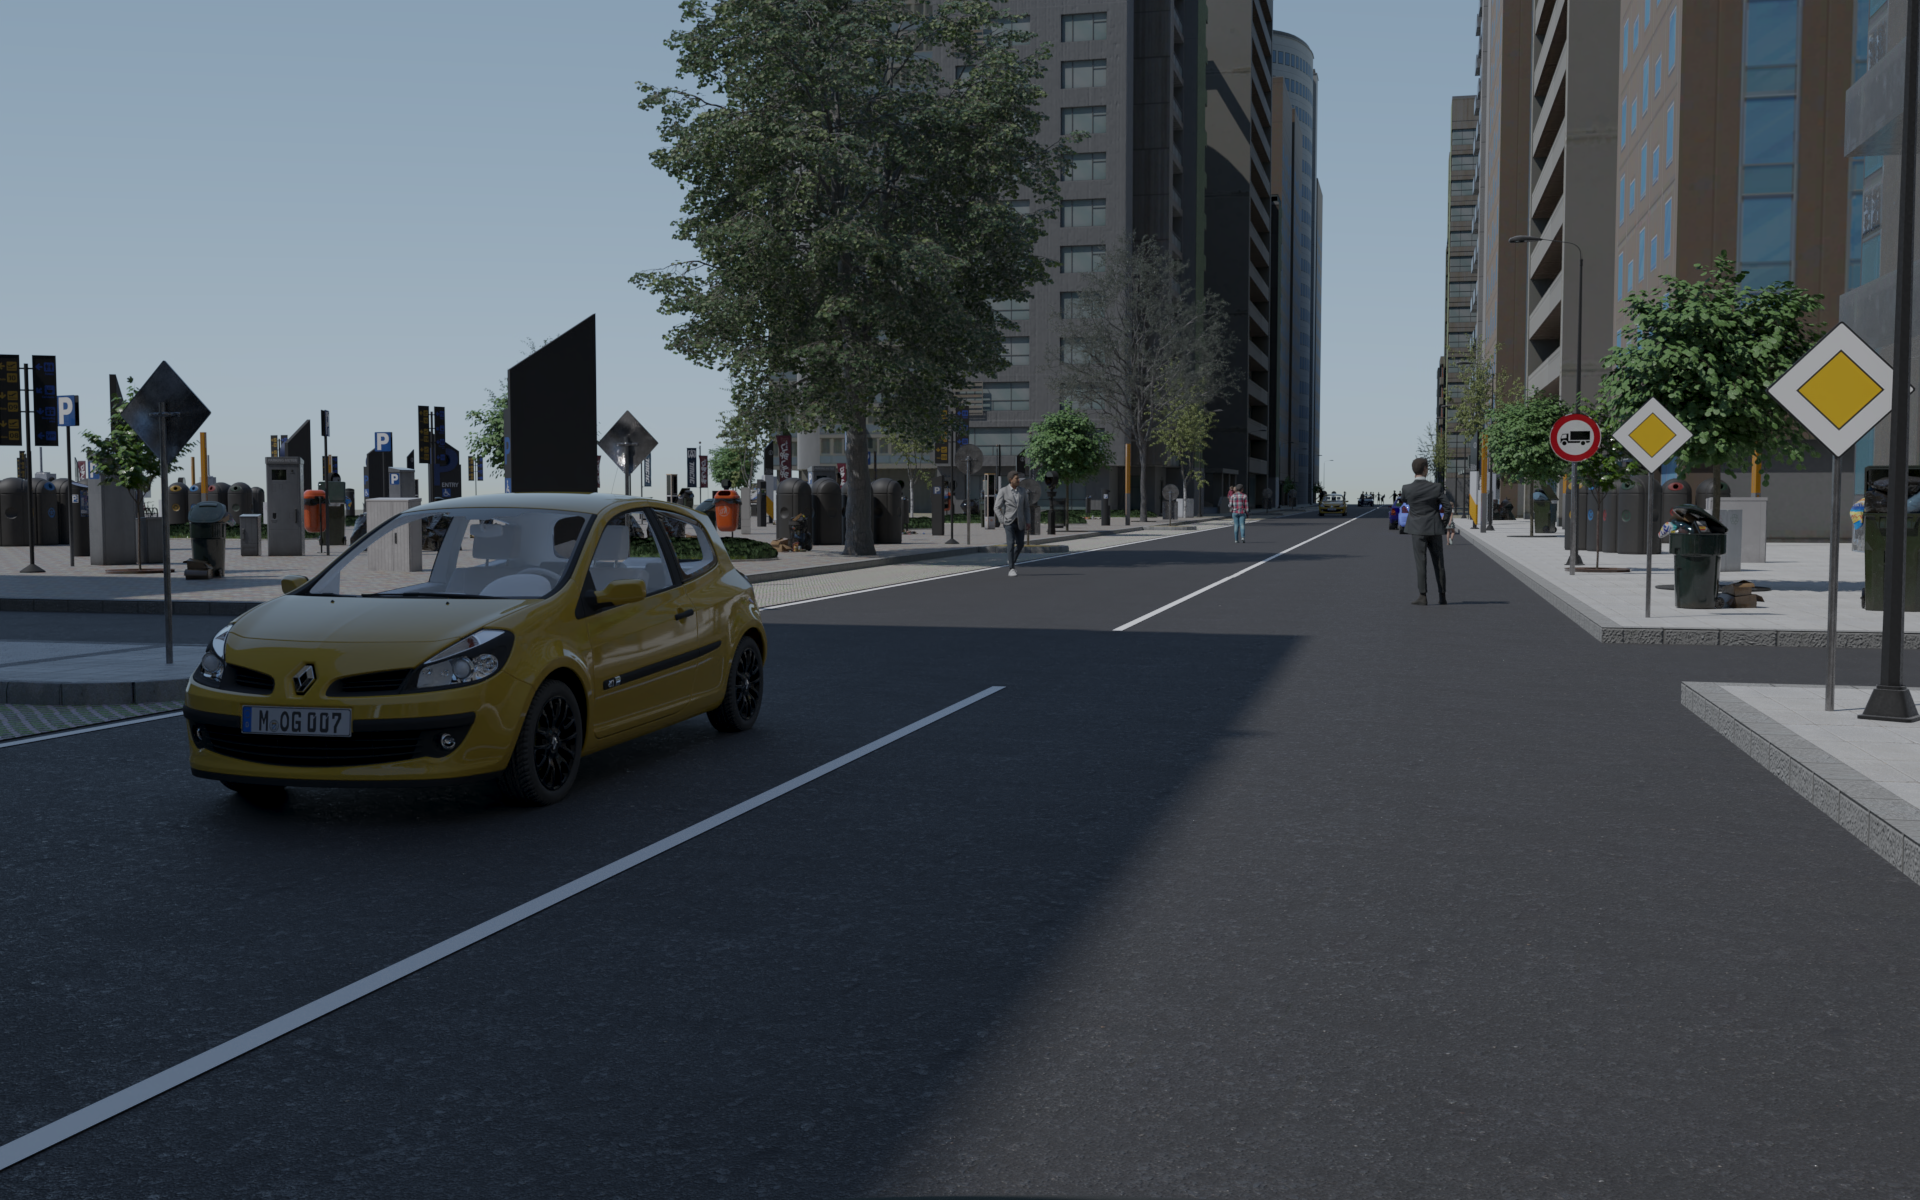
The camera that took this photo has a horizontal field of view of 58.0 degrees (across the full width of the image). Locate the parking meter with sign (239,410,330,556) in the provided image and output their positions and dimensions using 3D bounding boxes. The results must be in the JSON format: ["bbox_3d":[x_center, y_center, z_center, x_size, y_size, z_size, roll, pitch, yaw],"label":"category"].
[{"bbox_3d":[-13.968,-2.419,35.818,1.738,3.016,0.543,-1,4,-11],"label":"parking meter with sign"}]

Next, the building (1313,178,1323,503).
[{"bbox_3d":[42.737,-36.104,240.410,14.600,45.320,14.200,1,4,14],"label":"building"}]

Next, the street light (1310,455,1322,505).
[{"bbox_3d":[42.287,-14.262,205.732,1.470,5.913,1.316,1,4,14],"label":"street light"}]

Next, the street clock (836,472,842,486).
[{"bbox_3d":[-4.121,-3.237,57.499,0.358,2.002,0.471,1,4,19],"label":"street clock"}]

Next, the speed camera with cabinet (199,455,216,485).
[{"bbox_3d":[-37.569,-5.740,88.178,2.038,3.252,0.660,-3,5,-40],"label":"speed camera with cabinet"}]

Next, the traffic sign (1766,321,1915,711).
[{"bbox_3d":[5.138,-0.400,10.178,0.795,2.450,0.064,1,4,14],"label":"traffic sign"}]

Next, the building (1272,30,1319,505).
[{"bbox_3d":[33.832,-41.495,220.439,21.231,58.520,28.212,1,4,14],"label":"building"}]

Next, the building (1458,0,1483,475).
[{"bbox_3d":[54.503,-32.090,144.285,23.786,49.044,30.456,1,4,14],"label":"building"}]

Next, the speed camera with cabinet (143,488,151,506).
[{"bbox_3d":[-49.743,-6.771,105.040,0.660,3.252,2.038,0,4,-4],"label":"speed camera with cabinet"}]

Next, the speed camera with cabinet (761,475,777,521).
[{"bbox_3d":[-8.928,-5.456,83.542,0.660,3.252,2.038,-2,4,-29],"label":"speed camera with cabinet"}]

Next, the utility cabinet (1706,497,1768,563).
[{"bbox_3d":[14.512,-1.299,32.403,1.020,1.237,0.306,0,4,6],"label":"utility cabinet"}]

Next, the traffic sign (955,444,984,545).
[{"bbox_3d":[0.217,-2.675,43.850,0.768,2.556,0.104,1,4,17],"label":"traffic sign"}]

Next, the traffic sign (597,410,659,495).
[{"bbox_3d":[-3.991,-1.049,20.793,0.795,2.450,0.064,1,4,14],"label":"traffic sign"}]

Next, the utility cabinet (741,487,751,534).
[{"bbox_3d":[-6.862,-2.868,55.563,0.318,1.500,1.173,0,4,-7],"label":"utility cabinet"}]

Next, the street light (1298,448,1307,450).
[{"bbox_3d":[34.489,-12.429,175.751,1.470,5.913,1.316,1,4,14],"label":"street light"}]

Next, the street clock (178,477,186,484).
[{"bbox_3d":[-33.468,-4.278,74.520,0.358,2.002,0.471,-1,4,-10],"label":"street clock"}]

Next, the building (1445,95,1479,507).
[{"bbox_3d":[57.777,-30.331,179.499,14.154,41.232,14.086,1,4,14],"label":"building"}]

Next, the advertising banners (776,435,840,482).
[{"bbox_3d":[-4.584,-3.394,51.673,2.074,3.025,0.090,-2,4,-35],"label":"advertising banners"}]

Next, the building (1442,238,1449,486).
[{"bbox_3d":[61.579,-25.863,194.568,14.160,30.474,14.107,1,4,14],"label":"building"}]

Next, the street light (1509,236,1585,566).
[{"bbox_3d":[10.557,-3.586,31.177,1.470,5.913,1.316,1,4,14],"label":"street light"}]

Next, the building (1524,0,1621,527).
[{"bbox_3d":[36.357,-27.530,73.815,21.300,48.544,21.600,1,4,14],"label":"building"}]

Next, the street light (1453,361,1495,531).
[{"bbox_3d":[18.039,-5.386,60.602,1.470,5.913,1.316,1,4,14],"label":"street light"}]

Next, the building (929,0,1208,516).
[{"bbox_3d":[6.785,-25.621,102.491,14.154,41.232,14.086,1,4,14],"label":"building"}]

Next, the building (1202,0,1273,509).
[{"bbox_3d":[14.193,-31.802,143.667,21.300,48.544,21.600,1,4,14],"label":"building"}]

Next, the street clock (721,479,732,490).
[{"bbox_3d":[-11.287,-4.841,83.713,0.471,2.002,0.358,-2,4,-35],"label":"street clock"}]

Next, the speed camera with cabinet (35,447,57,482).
[{"bbox_3d":[-38.366,-4.743,71.889,0.660,3.252,2.038,0,4,6],"label":"speed camera with cabinet"}]

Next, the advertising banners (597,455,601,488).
[{"bbox_3d":[-16.538,-4.944,77.030,0.090,3.025,2.074,2,4,24],"label":"advertising banners"}]

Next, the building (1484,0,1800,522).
[{"bbox_3d":[36.916,-27.283,96.187,14.600,45.320,14.200,1,4,14],"label":"building"}]

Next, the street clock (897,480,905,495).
[{"bbox_3d":[-3.056,-5.108,88.091,0.471,2.002,0.358,0,4,-8],"label":"street clock"}]

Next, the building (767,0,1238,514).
[{"bbox_3d":[3.220,-26.383,123.246,32.217,40.220,23.993,1,4,14],"label":"building"}]

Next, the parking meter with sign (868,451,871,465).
[{"bbox_3d":[-4.243,-4.606,71.577,0.543,3.016,1.738,-1,4,-23],"label":"parking meter with sign"}]

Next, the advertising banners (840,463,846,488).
[{"bbox_3d":[-5.931,-6.215,97.796,2.074,3.025,0.090,0,4,8],"label":"advertising banners"}]

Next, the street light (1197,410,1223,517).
[{"bbox_3d":[13.807,-7.528,95.625,1.470,5.913,1.316,1,4,14],"label":"street light"}]

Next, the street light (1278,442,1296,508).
[{"bbox_3d":[29.054,-11.127,154.474,1.470,5.913,1.316,1,4,14],"label":"street light"}]

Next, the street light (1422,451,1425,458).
[{"bbox_3d":[44.894,-11.740,164.491,1.470,5.913,1.316,1,4,14],"label":"street light"}]

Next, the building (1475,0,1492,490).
[{"bbox_3d":[45.841,-35.106,115.988,21.231,58.520,28.212,1,4,14],"label":"building"}]

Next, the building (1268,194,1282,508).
[{"bbox_3d":[22.369,-23.858,161.783,14.160,30.474,14.107,1,4,14],"label":"building"}]

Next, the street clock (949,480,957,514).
[{"bbox_3d":[-0.395,-5.261,90.594,0.471,2.002,0.358,-2,4,-31],"label":"street clock"}]

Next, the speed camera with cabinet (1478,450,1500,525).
[{"bbox_3d":[22.401,-4.846,73.562,0.660,3.252,2.038,2,4,32],"label":"speed camera with cabinet"}]

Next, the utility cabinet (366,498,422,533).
[{"bbox_3d":[-9.425,-1.081,28.839,1.020,1.237,0.306,2,4,30],"label":"utility cabinet"}]

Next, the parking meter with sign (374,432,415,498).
[{"bbox_3d":[-15.872,-3.248,49.366,0.543,3.016,1.738,1,4,19],"label":"parking meter with sign"}]

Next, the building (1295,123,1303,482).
[{"bbox_3d":[31.607,-33.548,198.621,14.600,45.320,14.200,1,4,14],"label":"building"}]

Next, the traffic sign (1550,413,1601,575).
[{"bbox_3d":[9.689,-1.665,27.330,0.768,2.556,0.104,1,4,16],"label":"traffic sign"}]

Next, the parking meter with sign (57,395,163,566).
[{"bbox_3d":[-15.321,-2.144,31.323,0.543,3.016,1.738,2,4,30],"label":"parking meter with sign"}]

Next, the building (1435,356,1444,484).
[{"bbox_3d":[77.072,-23.395,227.539,27.650,21.520,28.899,1,4,14],"label":"building"}]

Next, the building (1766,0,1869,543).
[{"bbox_3d":[27.207,-24.432,49.570,14.600,45.320,14.200,1,4,14],"label":"building"}]

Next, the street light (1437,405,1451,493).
[{"bbox_3d":[25.838,-7.218,90.550,1.470,5.913,1.316,1,4,14],"label":"street light"}]

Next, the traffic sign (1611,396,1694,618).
[{"bbox_3d":[7.135,-0.873,17.910,0.795,2.450,0.064,1,4,14],"label":"traffic sign"}]

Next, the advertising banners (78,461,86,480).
[{"bbox_3d":[-45.170,-5.760,90.368,2.074,3.025,0.090,1,4,19],"label":"advertising banners"}]

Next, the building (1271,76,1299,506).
[{"bbox_3d":[27.639,-32.671,184.288,14.600,45.320,14.200,1,4,14],"label":"building"}]

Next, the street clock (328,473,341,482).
[{"bbox_3d":[-21.074,-3.286,58.299,0.358,2.002,0.471,2,4,24],"label":"street clock"}]

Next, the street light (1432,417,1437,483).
[{"bbox_3d":[29.302,-8.050,104.165,1.470,5.913,1.316,1,4,14],"label":"street light"}]

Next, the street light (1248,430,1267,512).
[{"bbox_3d":[21.391,-9.326,125.024,1.470,5.913,1.316,1,4,14],"label":"street light"}]

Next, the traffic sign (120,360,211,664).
[{"bbox_3d":[-5.987,-0.576,13.061,0.795,2.450,0.064,1,4,14],"label":"traffic sign"}]

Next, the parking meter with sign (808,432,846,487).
[{"bbox_3d":[-3.786,-3.118,47.247,1.738,3.016,0.543,-1,4,-22],"label":"parking meter with sign"}]

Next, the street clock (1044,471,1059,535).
[{"bbox_3d":[2.889,-3.061,54.620,0.358,2.002,0.471,-2,4,-33],"label":"street clock"}]

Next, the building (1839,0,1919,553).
[{"bbox_3d":[29.864,-24.771,24.611,30.456,49.044,23.786,1,4,14],"label":"building"}]

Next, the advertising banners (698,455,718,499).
[{"bbox_3d":[-11.017,-5.037,78.548,0.090,3.025,2.074,3,5,44],"label":"advertising banners"}]

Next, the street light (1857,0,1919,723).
[{"bbox_3d":[4.788,-2.282,9.847,1.470,5.913,1.316,1,4,14],"label":"street light"}]

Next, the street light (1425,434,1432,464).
[{"bbox_3d":[37.004,-9.896,134.343,1.470,5.913,1.316,1,4,14],"label":"street light"}]
